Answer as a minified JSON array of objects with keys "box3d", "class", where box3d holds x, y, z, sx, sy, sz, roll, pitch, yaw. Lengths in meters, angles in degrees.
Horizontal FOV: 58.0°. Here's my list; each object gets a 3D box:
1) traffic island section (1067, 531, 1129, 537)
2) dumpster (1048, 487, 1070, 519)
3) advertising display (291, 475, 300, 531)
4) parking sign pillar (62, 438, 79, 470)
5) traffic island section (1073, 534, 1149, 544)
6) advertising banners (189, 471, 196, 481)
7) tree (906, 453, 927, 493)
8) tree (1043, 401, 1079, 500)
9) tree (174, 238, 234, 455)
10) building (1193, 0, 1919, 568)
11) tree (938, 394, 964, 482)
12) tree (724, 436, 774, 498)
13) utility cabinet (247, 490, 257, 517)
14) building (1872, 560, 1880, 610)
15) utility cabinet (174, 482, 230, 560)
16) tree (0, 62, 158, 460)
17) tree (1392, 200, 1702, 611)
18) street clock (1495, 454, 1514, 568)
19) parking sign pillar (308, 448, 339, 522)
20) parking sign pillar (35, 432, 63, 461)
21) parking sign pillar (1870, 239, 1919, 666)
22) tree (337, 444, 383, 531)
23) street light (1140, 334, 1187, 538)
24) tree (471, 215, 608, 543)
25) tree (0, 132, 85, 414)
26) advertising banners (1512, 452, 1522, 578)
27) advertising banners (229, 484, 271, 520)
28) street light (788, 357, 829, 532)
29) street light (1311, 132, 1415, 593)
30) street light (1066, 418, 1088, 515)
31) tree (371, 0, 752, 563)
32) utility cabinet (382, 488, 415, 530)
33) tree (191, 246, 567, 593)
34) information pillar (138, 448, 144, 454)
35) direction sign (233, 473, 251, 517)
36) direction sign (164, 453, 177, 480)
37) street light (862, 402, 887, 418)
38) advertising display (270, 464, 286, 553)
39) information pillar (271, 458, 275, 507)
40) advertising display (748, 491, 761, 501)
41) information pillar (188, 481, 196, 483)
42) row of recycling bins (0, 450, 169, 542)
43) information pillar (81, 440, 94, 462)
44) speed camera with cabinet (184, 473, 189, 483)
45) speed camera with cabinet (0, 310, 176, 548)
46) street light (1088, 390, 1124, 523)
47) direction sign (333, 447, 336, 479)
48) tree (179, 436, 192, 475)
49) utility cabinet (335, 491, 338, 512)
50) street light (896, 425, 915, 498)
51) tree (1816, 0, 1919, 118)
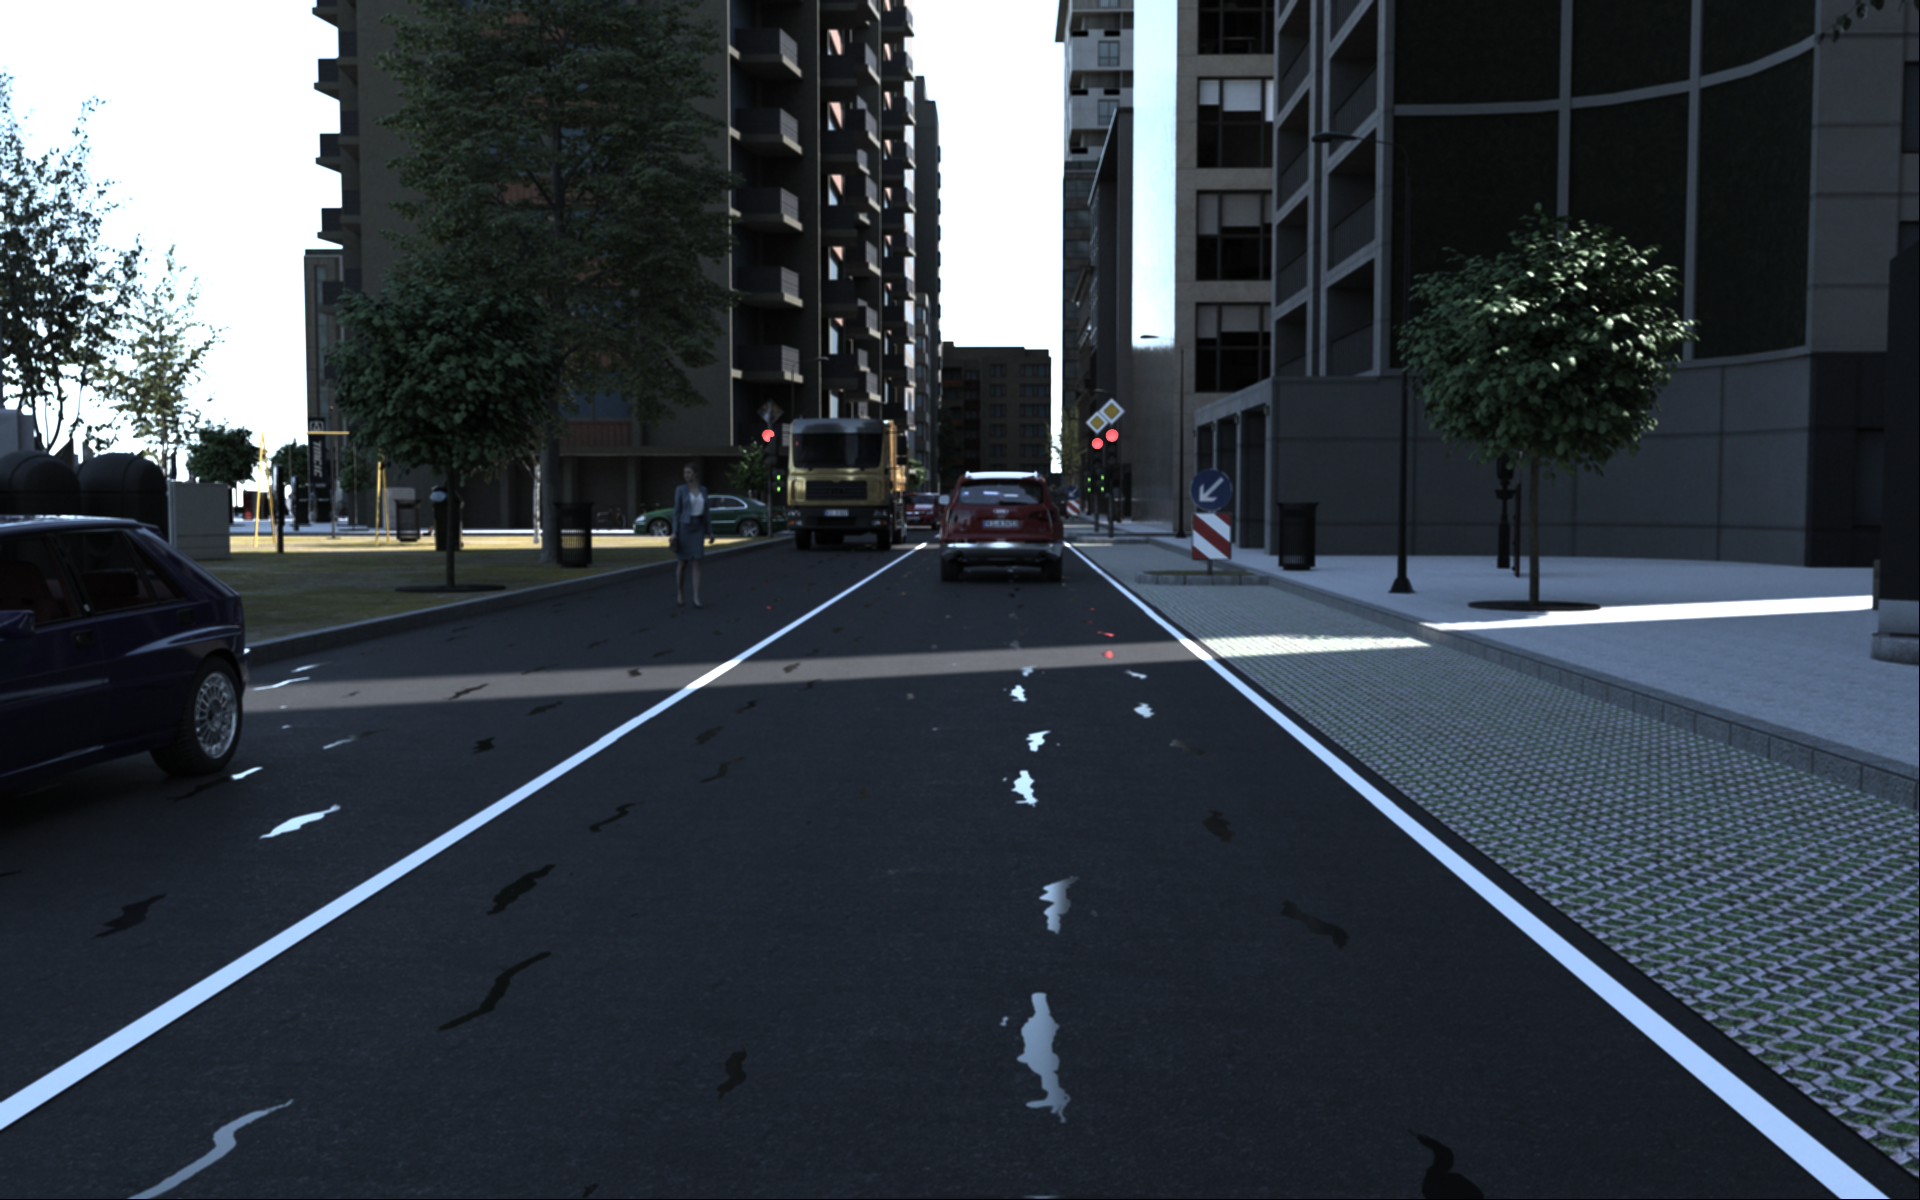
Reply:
[{"box3d":[4.650,-2.227,58.699,2.009,0.180,2.903,0,4,1],"class":"traffic island section"},{"box3d":[5.403,-5.575,99.366,1.865,1.857,1.264,0,4,3],"class":"dumpster"},{"box3d":[-23.218,-3.382,60.503,0.123,1.923,0.974,-2,4,-30],"class":"advertising display"},{"box3d":[-42.843,-5.785,83.053,1.447,3.967,1.447,1,4,22],"class":"parking sign pillar"},{"box3d":[4.441,-1.739,50.717,2.009,0.180,2.903,0,4,1],"class":"traffic island section"},{"box3d":[-47.846,-6.947,109.778,2.074,3.025,0.090,-1,4,-10],"class":"advertising banners"},{"box3d":[-4.182,-9.115,132.742,4.285,4.588,4.351,0,3,0],"class":"tree"},{"box3d":[9.811,-11.710,141.823,4.737,8.622,4.395,0,3,0],"class":"tree"},{"box3d":[-22.786,-6.017,48.746,4.737,8.622,4.395,0,3,0],"class":"tree"},{"box3d":[16.786,-36.696,38.230,20.563,71.187,20.611,0,4,1],"class":"building"},{"box3d":[-3.273,-16.238,183.618,7.486,12.596,7.792,0,3,0],"class":"tree"},{"box3d":[-6.887,-3.865,57.802,1.663,3.219,1.824,0,3,0],"class":"tree"},{"box3d":[-39.498,-5.373,96.524,0.318,1.500,1.173,0,4,0],"class":"utility cabinet"},{"box3d":[19.454,-28.391,6.186,21.231,58.520,28.212,0,4,1],"class":"building"},{"box3d":[-14.788,-1.523,33.587,0.318,1.500,1.173,2,4,32],"class":"utility cabinet"},{"box3d":[-15.599,-4.836,29.431,4.360,8.622,3.978,0,3,0],"class":"tree"},{"box3d":[6.587,-2.189,19.509,4.285,4.588,4.351,0,3,0],"class":"tree"},{"box3d":[9.400,-1.549,29.896,0.358,2.002,0.471,1,4,10],"class":"street clock"},{"box3d":[-30.028,-5.688,81.467,1.447,3.967,1.447,2,4,30],"class":"parking sign pillar"},{"box3d":[-40.695,-5.356,76.040,1.447,3.967,1.447,1,4,16],"class":"parking sign pillar"},{"box3d":[7.800,-1.511,13.171,1.447,3.967,1.447,-3,5,-42],"class":"parking sign pillar"},{"box3d":[-21.172,-4.015,60.239,1.663,3.219,1.824,0,3,0],"class":"tree"},{"box3d":[5.928,-4.771,50.551,1.470,5.913,1.316,0,4,1],"class":"street light"},{"box3d":[-11.100,-5.790,45.029,4.360,8.622,3.978,0,3,0],"class":"tree"},{"box3d":[-19.691,-5.235,35.957,4.737,8.622,4.395,0,3,0],"class":"tree"},{"box3d":[8.678,-1.877,26.880,0.090,3.025,2.074,1,4,16],"class":"advertising banners"},{"box3d":[-35.146,-5.462,85.499,2.074,3.025,0.090,0,4,-3],"class":"advertising banners"},{"box3d":[-5.155,-5.290,59.040,1.470,5.913,1.316,0,4,1],"class":"street light"},{"box3d":[5.209,-3.048,22.383,1.470,5.913,1.316,0,4,1],"class":"street light"},{"box3d":[7.312,-8.127,105.409,1.470,5.913,1.316,0,4,1],"class":"street light"},{"box3d":[-7.391,-6.986,32.353,7.486,12.596,7.792,0,3,0],"class":"tree"},{"box3d":[-19.640,-3.180,60.674,0.318,1.500,1.173,2,4,32],"class":"utility cabinet"},{"box3d":[-6.868,-2.406,23.050,4.285,4.588,4.351,0,3,0],"class":"tree"},{"box3d":[-41.841,-5.938,88.448,0.183,3.616,0.504,2,4,32],"class":"information pillar"},{"box3d":[-39.365,-6.306,95.102,0.876,3.537,0.379,-3,5,-42],"class":"direction sign"},{"box3d":[-43.518,-6.321,95.352,0.379,3.537,0.876,3,4,36],"class":"direction sign"},{"box3d":[-4.418,-7.057,87.923,1.470,5.913,1.316,0,4,1],"class":"street light"},{"box3d":[-14.968,-2.009,38.057,0.123,1.923,0.974,-2,4,-28],"class":"advertising display"},{"box3d":[-38.019,-6.416,96.261,0.504,3.616,0.183,1,4,12],"class":"information pillar"},{"box3d":[-7.279,-3.430,61.286,0.123,1.923,0.974,-2,4,-27],"class":"advertising display"},{"box3d":[-44.568,-5.878,100.594,0.304,2.012,0.304,1,4,20],"class":"information pillar"},{"box3d":[-8.988,-0.540,15.943,1.069,1.692,3.534,2,4,34],"class":"row of recycling bins"},{"box3d":[-37.780,-5.120,75.066,0.504,3.616,0.183,0,4,-6],"class":"information pillar"},{"box3d":[-50.264,-7.154,111.308,2.038,3.252,0.660,-2,4,-26],"class":"speed camera with cabinet"},{"box3d":[-9.849,-1.520,19.193,2.038,3.252,0.660,-2,4,-30],"class":"speed camera with cabinet"},{"box3d":[6.610,-6.404,77.241,1.470,5.913,1.316,0,4,1],"class":"street light"},{"box3d":[-29.994,-5.565,82.980,0.379,3.537,0.876,0,4,-7],"class":"direction sign"},{"box3d":[-29.638,-5.271,69.900,4.285,4.588,4.351,0,3,0],"class":"tree"},{"box3d":[-39.768,-6.297,111.627,1.173,1.500,0.318,1,4,8],"class":"utility cabinet"},{"box3d":[-3.702,-8.799,116.407,1.470,5.913,1.316,0,4,1],"class":"street light"},{"box3d":[6.130,-3.533,8.133,4.360,8.622,3.978,0,3,0],"class":"tree"}]
